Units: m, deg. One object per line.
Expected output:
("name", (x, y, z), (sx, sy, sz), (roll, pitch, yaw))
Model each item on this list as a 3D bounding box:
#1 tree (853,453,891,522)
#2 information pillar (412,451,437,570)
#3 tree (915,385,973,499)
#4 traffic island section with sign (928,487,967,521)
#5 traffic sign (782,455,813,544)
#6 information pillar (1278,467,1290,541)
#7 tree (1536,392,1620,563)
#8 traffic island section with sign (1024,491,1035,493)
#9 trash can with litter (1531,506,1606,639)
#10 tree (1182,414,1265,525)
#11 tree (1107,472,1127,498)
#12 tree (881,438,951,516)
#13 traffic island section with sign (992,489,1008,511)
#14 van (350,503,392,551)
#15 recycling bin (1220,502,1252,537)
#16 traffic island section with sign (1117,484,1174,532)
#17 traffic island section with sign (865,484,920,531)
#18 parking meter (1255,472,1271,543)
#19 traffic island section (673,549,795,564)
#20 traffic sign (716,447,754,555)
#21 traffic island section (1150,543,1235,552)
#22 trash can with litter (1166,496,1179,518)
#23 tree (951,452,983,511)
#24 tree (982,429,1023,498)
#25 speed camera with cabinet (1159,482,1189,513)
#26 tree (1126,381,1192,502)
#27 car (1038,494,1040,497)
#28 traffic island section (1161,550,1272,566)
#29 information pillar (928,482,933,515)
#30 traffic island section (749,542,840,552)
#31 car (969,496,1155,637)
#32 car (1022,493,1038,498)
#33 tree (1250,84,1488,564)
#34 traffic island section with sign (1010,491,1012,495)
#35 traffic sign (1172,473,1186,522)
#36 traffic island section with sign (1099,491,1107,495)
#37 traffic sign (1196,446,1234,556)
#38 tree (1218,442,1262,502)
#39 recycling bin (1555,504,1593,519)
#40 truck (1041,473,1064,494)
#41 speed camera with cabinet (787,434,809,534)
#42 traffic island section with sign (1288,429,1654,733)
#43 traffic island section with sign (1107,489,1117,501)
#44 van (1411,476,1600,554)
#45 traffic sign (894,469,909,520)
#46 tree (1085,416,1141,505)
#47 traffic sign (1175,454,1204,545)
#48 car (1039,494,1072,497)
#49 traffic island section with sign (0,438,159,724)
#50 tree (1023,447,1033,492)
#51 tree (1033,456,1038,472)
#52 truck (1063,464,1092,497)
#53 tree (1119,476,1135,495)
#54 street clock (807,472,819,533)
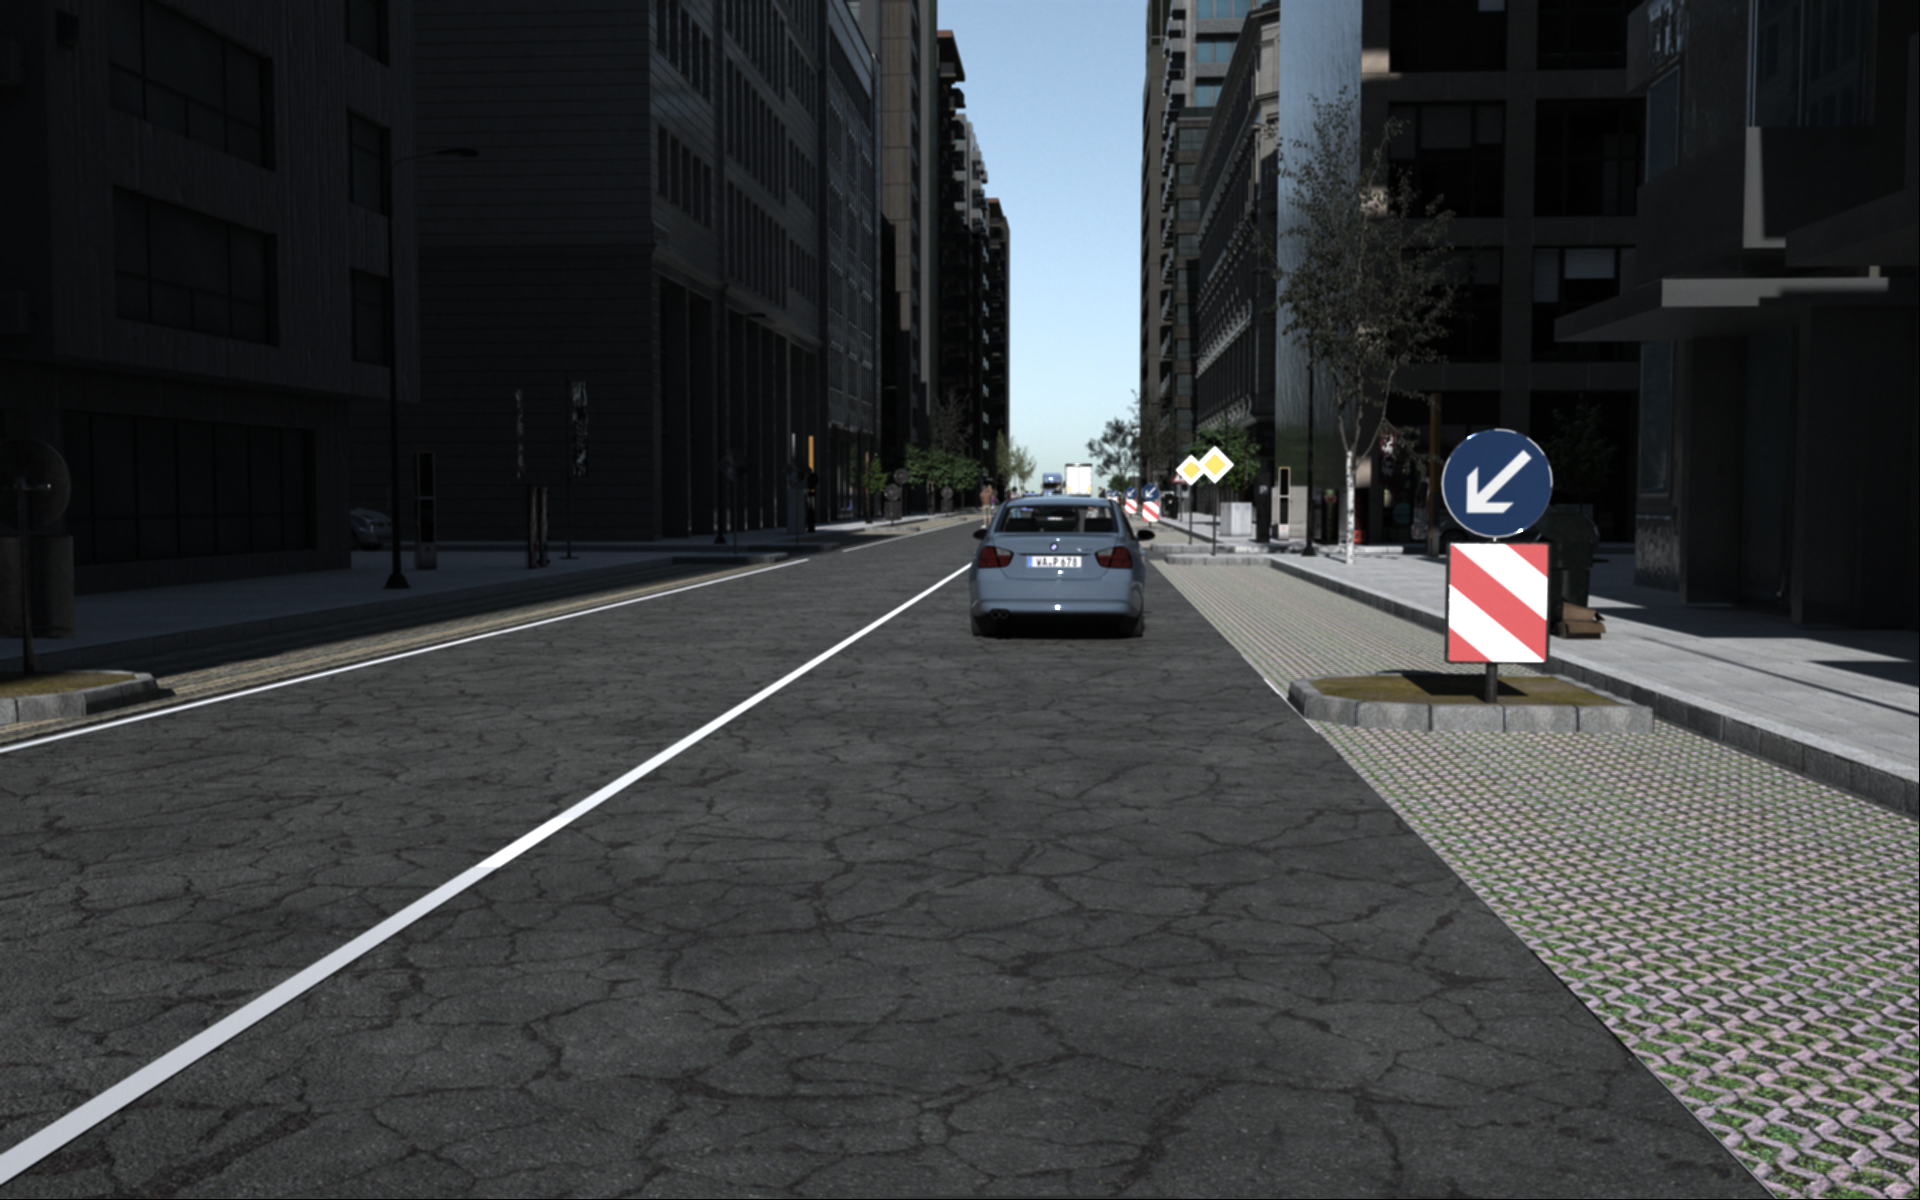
("tree", (-3.905, -5.292, 81.125), (1.663, 3.219, 1.824), (0, 3, 0))
("information pillar", (-9.119, -1.530, 29.506), (0.304, 2.012, 0.304), (-2, 4, -31))
("tree", (-1.044, -10.234, 117.680), (4.360, 8.622, 3.978), (0, 3, 0))
("traffic island section with sign", (-0.664, -5.230, 94.135), (1.989, 1.847, 2.006), (0, 4, 4))
("traffic sign", (-4.179, -2.502, 44.550), (0.795, 2.450, 0.064), (0, 4, 4))
("information pillar", (8.894, -2.632, 47.522), (0.304, 2.012, 0.304), (1, 4, 11))
("tree", (11.845, -2.346, 32.957), (1.663, 3.219, 1.824), (0, 3, 0))
("traffic island section with sign", (10.695, -14.932, 252.771), (1.989, 1.847, 2.006), (0, 4, 4))
("trash can with litter", (5.576, -0.262, 15.669), (0.624, 1.170, 1.055), (0, 4, -1))
("tree", (10.843, -5.369, 71.504), (4.285, 4.588, 4.351), (0, 3, 0))
("tree", (23.848, -16.925, 260.439), (4.285, 4.588, 4.351), (0, 3, 0))
("tree", (-3.194, -7.137, 100.407), (4.285, 4.588, 4.351), (0, 3, 0))
("traffic island section with sign", (2.865, -8.245, 143.441), (1.989, 1.847, 2.006), (0, 4, 4))
("van", (-15.926, -2.155, 42.246), (4.112, 2.044, 2.013), (0, 4, 5))
("recycling bin", (8.380, -2.450, 52.605), (0.722, 1.027, 0.722), (-2, 4, -24))
("traffic island section with sign", (7.108, -3.501, 65.868), (1.989, 1.847, 2.006), (0, 4, 4))
("traffic island section with sign", (-2.596, -3.575, 67.075), (1.989, 1.847, 2.006), (0, 4, 4))
("parking meter", (7.929, -2.427, 45.395), (0.399, 1.863, 0.255), (1, 4, 10))
("traffic island section", (-4.773, -0.879, 36.649), (2.009, 0.180, 2.903), (0, 4, 4))
("traffic sign", (-4.749, -2.015, 36.585), (0.795, 2.450, 0.064), (0, 4, 4))
("traffic island section", (5.862, -1.322, 43.891), (2.009, 0.180, 2.903), (0, 4, 4))
("trash can with litter", (11.280, -4.965, 92.567), (0.624, 1.170, 1.055), (-1, 4, -17))
("tree", (-1.650, -7.909, 113.018), (4.285, 4.588, 4.351), (0, 3, 0))
("tree", (3.973, -14.930, 194.465), (4.737, 8.622, 4.395), (0, 3, 0))
("speed camera with cabinet", (14.346, -7.450, 116.141), (2.038, 3.252, 0.660), (-2, 4, -25))
("tree", (12.799, -9.893, 112.113), (4.360, 8.622, 3.978), (0, 3, 0))
("car", (6.941, -9.034, 159.708), (2.014, 1.417, 4.499), (0, 4, 3))
("traffic island section", (5.292, -0.835, 35.926), (2.009, 0.180, 2.903), (0, 4, 4))
("information pillar", (-1.809, -6.142, 104.910), (0.304, 2.012, 0.304), (0, 4, -1))
("traffic island section", (-4.203, -1.366, 44.613), (2.009, 0.180, 2.903), (0, 4, 4))
("car", (1.098, -0.407, 18.663), (2.014, 1.417, 4.499), (0, 4, 5))
("car", (5.542, -7.767, 136.581), (1.945, 1.707, 3.694), (0, 4, 2))
("tree", (7.196, -4.958, 31.429), (4.360, 8.622, 3.978), (0, 3, 0))
("traffic island section with sign", (4.844, -9.935, 171.063), (1.989, 1.847, 2.006), (0, 4, 4))
("traffic sign", (10.158, -4.862, 79.498), (0.884, 2.594, 0.081), (1, 4, 10))
("traffic island section with sign", (12.621, -8.209, 142.844), (1.989, 1.847, 2.006), (0, 4, 4))
("traffic sign", (5.268, -1.970, 35.851), (0.795, 2.450, 0.064), (0, 4, 4))
("tree", (10.292, -4.297, 64.855), (1.663, 3.219, 1.824), (0, 3, 0))
("recycling bin", (15.504, -1.909, 43.774), (0.722, 1.027, 0.722), (0, 4, -2))
("truck", (12.103, -14.647, 229.238), (2.967, 4.110, 18.799), (0, 4, 2))
("speed camera with cabinet", (-5.239, -3.773, 56.029), (0.660, 3.252, 2.038), (0, 4, -1))
("traffic island section with sign", (3.210, -0.164, 11.307), (1.989, 1.847, 2.006), (0, 4, 4))
("traffic island section with sign", (9.081, -5.181, 93.336), (1.989, 1.847, 2.006), (0, 4, 4))
("van", (12.556, -2.009, 39.863), (4.112, 2.044, 2.013), (0, 4, 2))
("traffic sign", (-2.942, -5.277, 86.392), (0.768, 2.556, 0.104), (1, 4, 9))
("tree", (19.276, -16.582, 205.527), (8.767, 10.594, 7.601), (-3, 5, -40))
("traffic sign", (5.838, -2.457, 43.816), (0.795, 2.450, 0.064), (0, 4, 4))
("car", (3.527, -3.300, 63.738), (2.009, 1.686, 4.222), (0, 4, 4))
("traffic island section with sign", (-6.571, -0.179, 11.555), (1.989, 1.847, 2.006), (0, 4, 4))
("tree", (5.813, -16.016, 212.224), (4.737, 8.622, 4.395), (0, 3, 0))
("tree", (9.204, -18.730, 256.589), (4.737, 8.622, 4.395), (0, 3, 0))
("truck", (11.330, -10.837, 166.099), (2.839, 4.237, 11.283), (0, 4, 3))
("tree", (18.152, -11.700, 185.888), (1.663, 3.219, 1.824), (0, 3, 0))
("street clock", (-4.958, -3.247, 57.652), (0.471, 2.002, 0.358), (-3, 5, -40))
